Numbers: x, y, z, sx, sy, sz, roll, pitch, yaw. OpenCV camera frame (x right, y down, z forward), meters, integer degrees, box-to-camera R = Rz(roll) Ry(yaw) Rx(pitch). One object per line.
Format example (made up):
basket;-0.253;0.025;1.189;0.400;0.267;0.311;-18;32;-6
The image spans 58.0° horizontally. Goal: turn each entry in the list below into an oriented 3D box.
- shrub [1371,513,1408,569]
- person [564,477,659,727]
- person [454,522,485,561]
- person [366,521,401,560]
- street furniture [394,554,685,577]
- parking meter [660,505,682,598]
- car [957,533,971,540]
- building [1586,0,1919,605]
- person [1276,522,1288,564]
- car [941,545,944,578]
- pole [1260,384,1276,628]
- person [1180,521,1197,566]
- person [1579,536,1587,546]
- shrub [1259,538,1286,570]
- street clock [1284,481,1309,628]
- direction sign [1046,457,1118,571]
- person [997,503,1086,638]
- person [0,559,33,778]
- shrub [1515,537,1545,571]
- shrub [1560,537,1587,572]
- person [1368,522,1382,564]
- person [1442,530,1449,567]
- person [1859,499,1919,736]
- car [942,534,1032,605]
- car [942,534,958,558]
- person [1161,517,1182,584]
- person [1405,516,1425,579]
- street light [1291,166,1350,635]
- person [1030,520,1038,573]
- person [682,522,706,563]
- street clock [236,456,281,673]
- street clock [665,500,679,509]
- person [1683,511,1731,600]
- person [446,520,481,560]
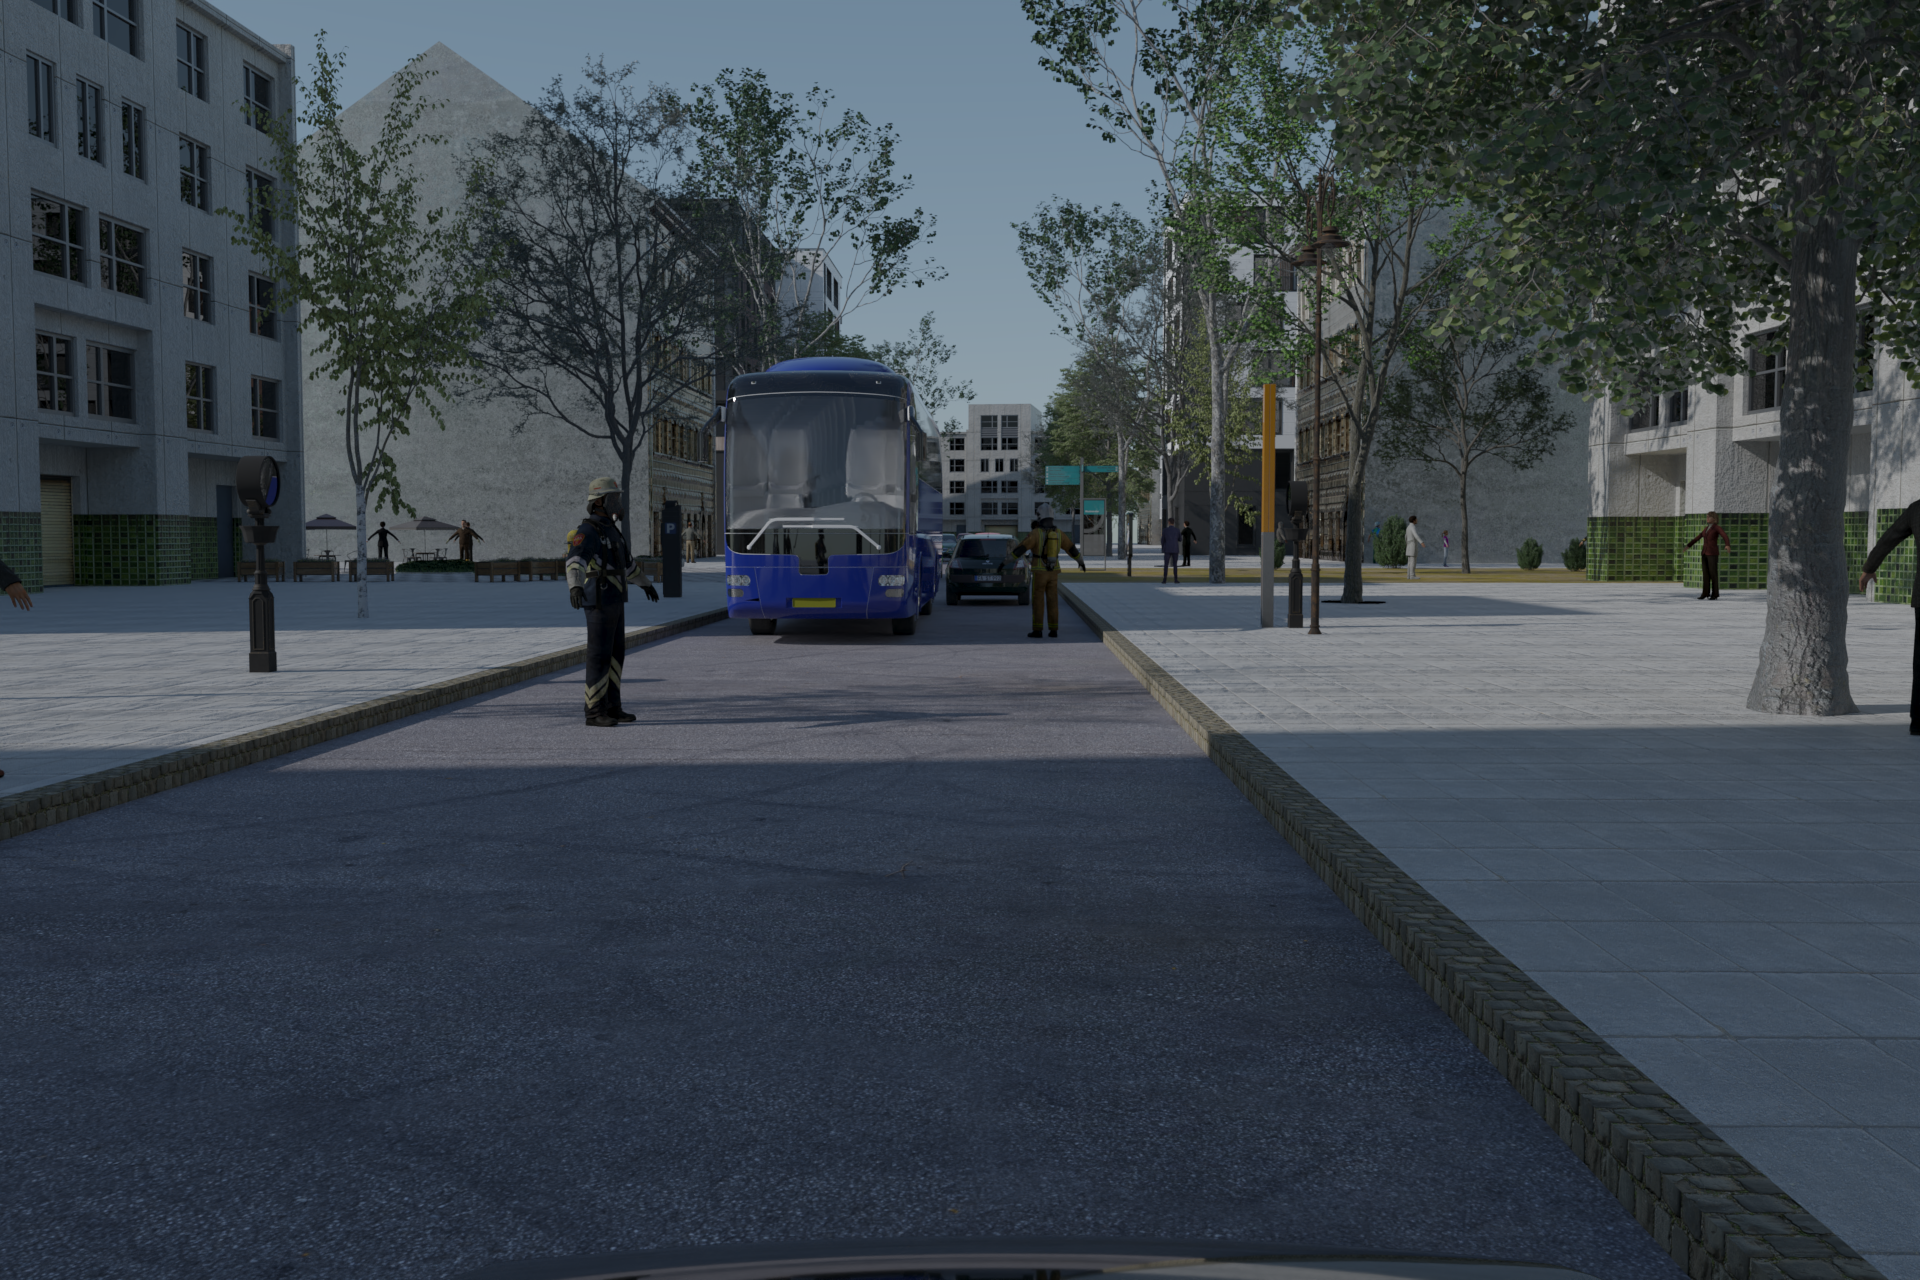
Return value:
shrub;16.119;-3.685;64.295;1.661;2.075;1.752;0;3;0
person;-2.643;-0.292;13.009;0.705;1.856;1.354;1;4;14
person;-21.082;-4.164;74.313;1.346;1.802;0.704;0;4;1
person;-20.773;-3.403;62.361;1.216;1.740;0.721;-1;4;-18
street furniture;-13.381;-2.446;55.617;10.072;0.657;5.734;3;5;42
parking meter;-5.843;-1.794;35.041;0.399;1.863;0.255;0;4;1
car;0.497;-8.162;142.481;2.155;1.783;4.494;0;4;1
building;25.584;-10.119;31.909;16.747;18.905;31.486;0;4;1
person;13.809;-4.180;74.477;0.705;1.813;1.348;0;4;-4
car;-1.476;-2.825;54.993;1.959;1.807;4.718;0;4;1
pole;4.212;-1.825;23.674;0.158;3.312;0.155;0;3;0
person;8.953;-3.820;68.637;1.347;1.806;0.705;-3;5;-40
person;19.976;-2.930;53.841;1.347;1.837;0.705;2;4;24
shrub;11.031;-3.060;61.142;1.383;1.207;1.383;0;3;0
street clock;4.588;-1.166;23.641;0.358;2.002;0.471;0;4;2
direction sign;4.227;-4.350;59.879;2.525;3.948;1.411;0;4;2
person;1.167;-0.964;23.995;1.354;1.858;0.705;-1;4;-23
person;-5.265;-0.183;9.055;1.348;1.821;0.705;3;4;38
shrub;20.060;-3.048;60.950;1.383;1.207;1.383;0;3;0
shrub;21.101;-2.948;59.319;1.383;1.207;1.383;0;3;0
person;17.924;-4.168;74.281;0.704;1.817;1.347;-2;4;-30
person;19.087;-3.581;67.809;0.599;1.433;0.991;1;4;18
person;6.245;-0.291;10.938;0.705;1.807;1.348;-2;4;-26
car;0.603;-1.618;36.234;2.009;1.686;4.222;0;4;2
car;-0.888;-4.844;90.998;2.131;1.459;4.920;0;4;2
person;5.478;-2.318;44.866;0.541;1.710;0.530;1;4;13
person;12.884;-2.630;49.191;0.705;1.806;1.347;0;4;-4
street light;4.544;-3.010;22.007;0.468;5.910;1.993;0;4;1
person;2.224;-2.514;49.710;0.704;1.843;1.345;1;4;22
person;-11.901;-4.297;76.528;1.348;1.796;0.705;1;4;16
street clock;-6.482;-0.702;16.052;0.358;2.002;0.471;0;4;0
street clock;-6.183;-1.997;37.220;0.358;2.002;0.471;0;4;2
person;14.560;-1.647;33.739;0.721;1.729;1.215;-1;4;-18
person;-18.315;-3.536;63.949;1.346;1.812;0.704;0;4;7
